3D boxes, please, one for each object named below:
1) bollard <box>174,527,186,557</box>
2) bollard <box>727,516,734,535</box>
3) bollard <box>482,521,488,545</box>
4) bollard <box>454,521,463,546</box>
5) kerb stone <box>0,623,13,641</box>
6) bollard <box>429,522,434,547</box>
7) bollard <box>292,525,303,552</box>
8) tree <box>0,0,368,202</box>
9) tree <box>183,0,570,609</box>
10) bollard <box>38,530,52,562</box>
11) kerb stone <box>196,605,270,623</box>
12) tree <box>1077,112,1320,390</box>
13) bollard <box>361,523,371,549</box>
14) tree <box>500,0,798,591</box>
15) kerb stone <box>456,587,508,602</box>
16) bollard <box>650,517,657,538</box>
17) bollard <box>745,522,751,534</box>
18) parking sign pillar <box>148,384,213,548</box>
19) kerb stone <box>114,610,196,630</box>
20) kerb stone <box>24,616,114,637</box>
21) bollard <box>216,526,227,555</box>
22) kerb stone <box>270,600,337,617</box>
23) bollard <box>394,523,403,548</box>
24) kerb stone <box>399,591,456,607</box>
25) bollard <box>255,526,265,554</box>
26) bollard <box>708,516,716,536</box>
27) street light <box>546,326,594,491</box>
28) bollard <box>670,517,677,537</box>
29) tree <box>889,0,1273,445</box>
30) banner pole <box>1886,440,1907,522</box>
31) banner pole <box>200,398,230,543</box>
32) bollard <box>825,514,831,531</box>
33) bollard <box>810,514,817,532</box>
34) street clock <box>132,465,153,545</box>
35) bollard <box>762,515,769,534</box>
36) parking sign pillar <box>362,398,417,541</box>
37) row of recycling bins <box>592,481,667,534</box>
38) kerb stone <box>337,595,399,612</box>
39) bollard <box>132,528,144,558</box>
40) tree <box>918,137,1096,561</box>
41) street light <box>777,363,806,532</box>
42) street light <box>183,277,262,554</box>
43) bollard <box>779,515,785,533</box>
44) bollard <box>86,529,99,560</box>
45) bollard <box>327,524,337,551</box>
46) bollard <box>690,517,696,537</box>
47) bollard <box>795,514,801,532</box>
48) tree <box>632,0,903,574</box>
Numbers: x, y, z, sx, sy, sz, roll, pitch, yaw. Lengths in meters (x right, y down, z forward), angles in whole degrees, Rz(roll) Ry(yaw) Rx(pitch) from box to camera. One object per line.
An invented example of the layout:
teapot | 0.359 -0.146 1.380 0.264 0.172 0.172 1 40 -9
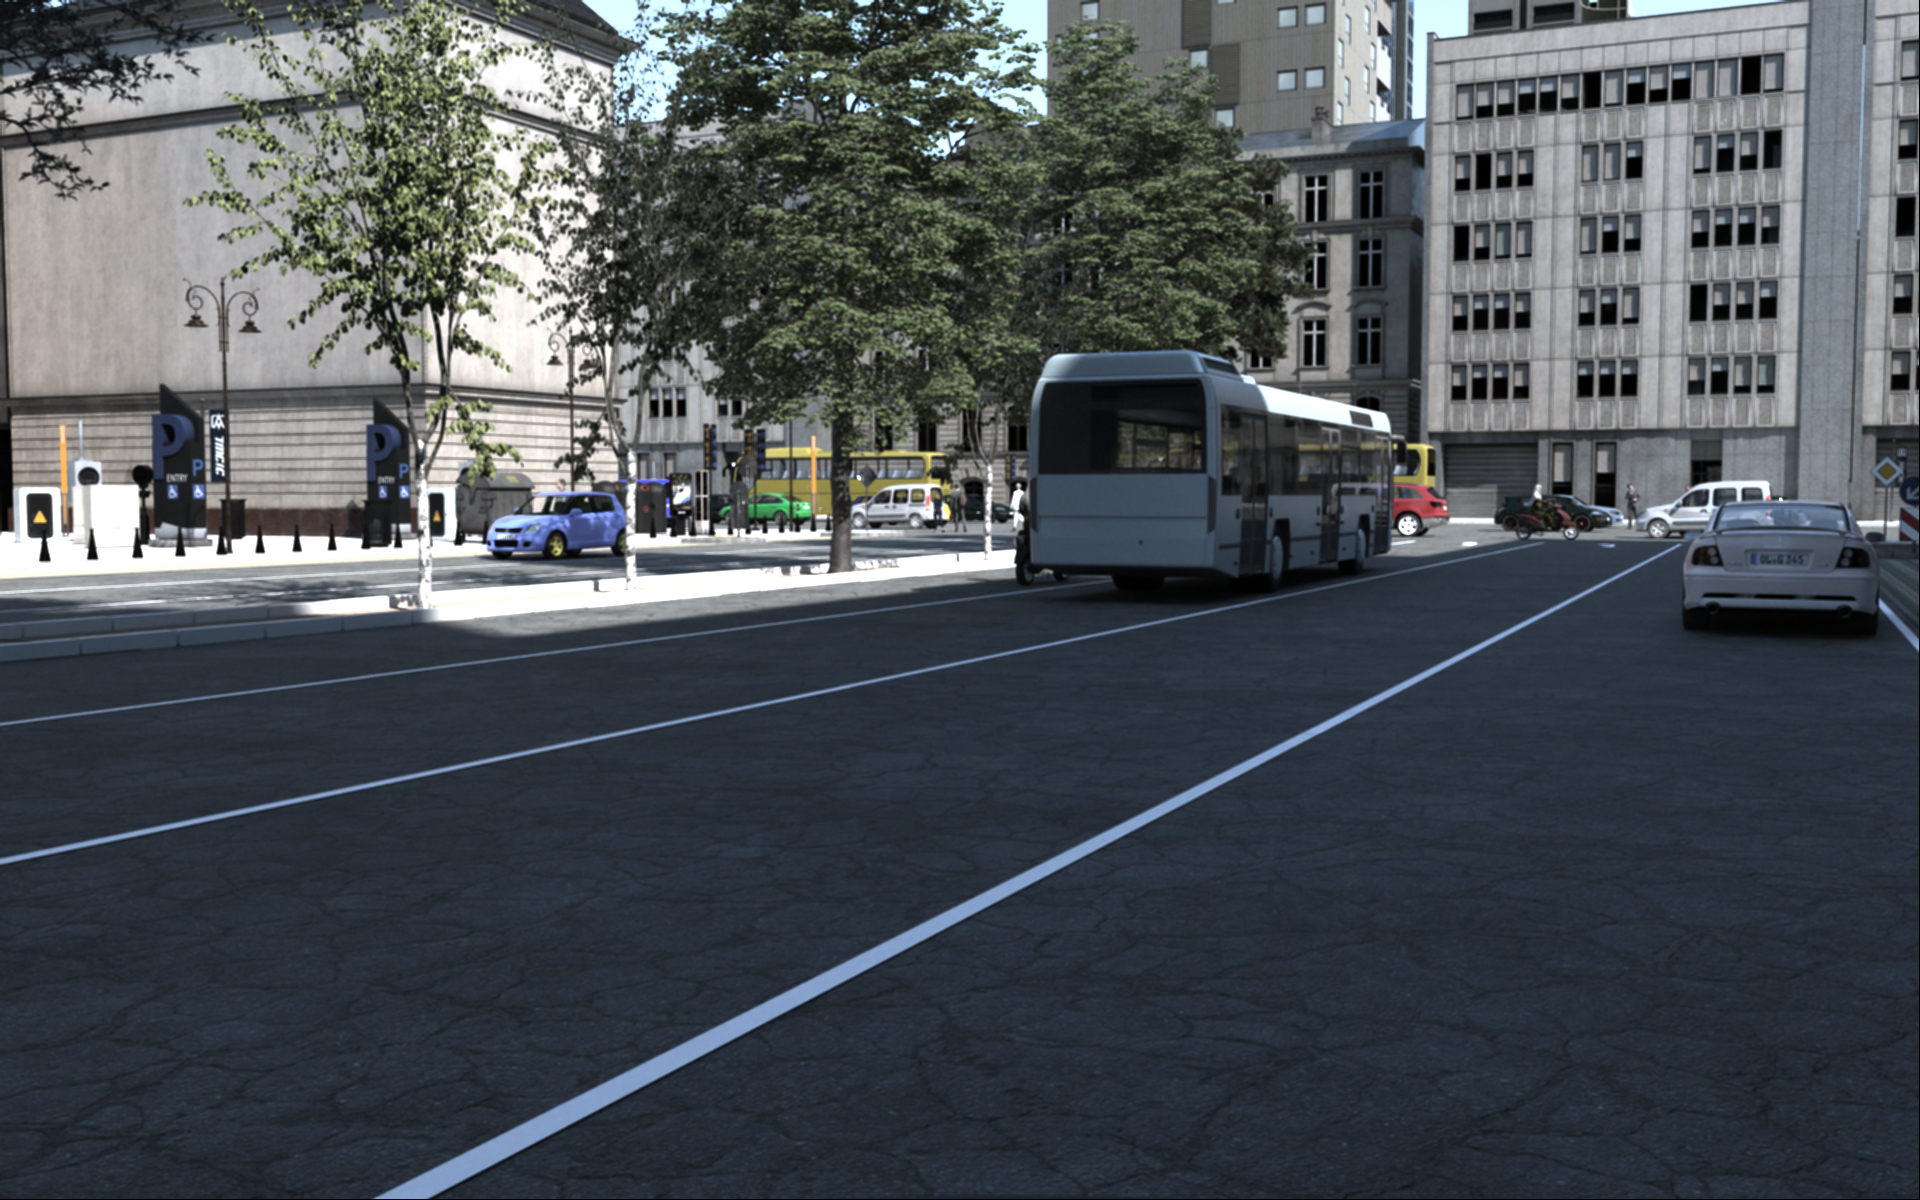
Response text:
bollard | -16.030 -1.196 35.595 0.229 0.601 0.229 0 3 0
bollard | -7.196 -2.339 54.284 0.229 0.601 0.229 0 3 0
bollard | -12.044 -1.711 44.020 0.229 0.601 0.229 0 3 0
bollard | -12.487 -1.654 43.092 0.229 0.601 0.229 0 3 0
kerb stone | -9.556 0.335 16.720 0.120 0.150 1.000 2 4 25
bollard | -12.934 -1.597 42.147 0.229 0.601 0.229 0 3 0
bollard | -14.704 -1.368 38.405 0.229 0.601 0.229 0 3 0
tree | -9.680 -6.067 12.025 12.009 13.543 11.850 0 3 0
tree | -6.404 -4.112 20.048 4.737 8.622 4.395 0 3 0
bollard | -17.343 -1.025 32.808 0.229 0.601 0.229 0 3 0
kerb stone | -8.242 0.166 19.508 0.120 0.150 1.000 2 4 25
tree | 6.440 -7.567 48.237 6.751 12.117 7.091 0 3 0
bollard | -13.821 -1.482 40.270 0.229 0.601 0.229 0 3 0
tree | -4.536 -4.372 24.298 4.360 8.622 3.978 0 3 0
kerb stone | -6.481 -0.064 23.234 0.120 0.150 1.000 2 4 25
bollard | -8.960 -2.110 50.546 0.229 0.601 0.229 0 3 0
bollard | -6.756 -2.396 55.216 0.229 0.601 0.229 0 3 0
parking sign pillar | -18.990 -3.280 42.094 1.447 3.967 1.447 2 4 25
kerb stone | -8.681 0.224 18.579 0.120 0.150 1.000 2 4 25
kerb stone | -9.125 0.278 17.652 0.120 0.150 1.000 2 4 25
bollard | -15.585 -1.253 36.534 0.229 0.601 0.229 0 3 0
kerb stone | -7.799 0.117 20.436 0.120 0.150 1.000 2 4 25
bollard | -13.373 -1.540 41.215 0.229 0.601 0.229 0 3 0
kerb stone | -6.917 -0.007 22.304 0.120 0.150 1.000 2 4 25
bollard | -15.146 -1.310 37.467 0.229 0.601 0.229 0 3 0
bollard | -7.645 -2.282 53.345 0.229 0.601 0.229 0 3 0
street light | -10.720 -4.592 47.860 0.468 5.910 1.993 2 4 25
bollard | -8.520 -2.168 51.482 0.229 0.601 0.229 0 3 0
tree | 3.563 -7.402 41.611 7.486 12.596 7.792 0 3 0
banner pole | 42.994 -5.468 79.423 0.401 3.779 0.863 -2 4 -33
banner pole | -19.469 -3.374 45.179 0.863 3.779 0.401 -2 4 -24
bollard | -4.550 -2.681 59.877 0.229 0.601 0.229 0 3 0
bollard | -4.994 -2.624 58.937 0.229 0.601 0.229 0 3 0
street clock | -20.534 -2.385 43.569 0.471 2.002 0.358 1 4 19
bollard | -6.320 -2.453 56.146 0.229 0.601 0.229 0 3 0
parking sign pillar | -15.918 -3.654 48.217 1.447 3.967 1.447 2 4 32
row of recycling bins | -10.670 -2.976 55.766 1.069 1.692 3.534 2 4 24
kerb stone | -7.359 0.053 21.366 0.120 0.150 1.000 2 4 25
bollard | -16.466 -1.139 34.665 0.229 0.601 0.229 0 3 0
tree | 0.657 -5.069 35.692 4.360 8.622 3.978 0 3 0
street light | -5.721 -5.249 58.603 0.468 5.910 1.993 2 4 25
street light | -15.737 -3.935 37.125 0.468 5.910 1.993 2 4 25
bollard | -5.879 -2.510 57.073 0.229 0.601 0.229 0 3 0
bollard | -16.905 -1.082 33.737 0.229 0.601 0.229 0 3 0
bollard | -14.263 -1.425 39.335 0.229 0.601 0.229 0 3 0
bollard | -8.080 -2.224 52.411 0.229 0.601 0.229 0 3 0
bollard | -5.441 -2.566 58.002 0.229 0.601 0.229 0 3 0
tree | -1.976 -6.685 29.877 7.486 12.596 7.792 0 3 0
